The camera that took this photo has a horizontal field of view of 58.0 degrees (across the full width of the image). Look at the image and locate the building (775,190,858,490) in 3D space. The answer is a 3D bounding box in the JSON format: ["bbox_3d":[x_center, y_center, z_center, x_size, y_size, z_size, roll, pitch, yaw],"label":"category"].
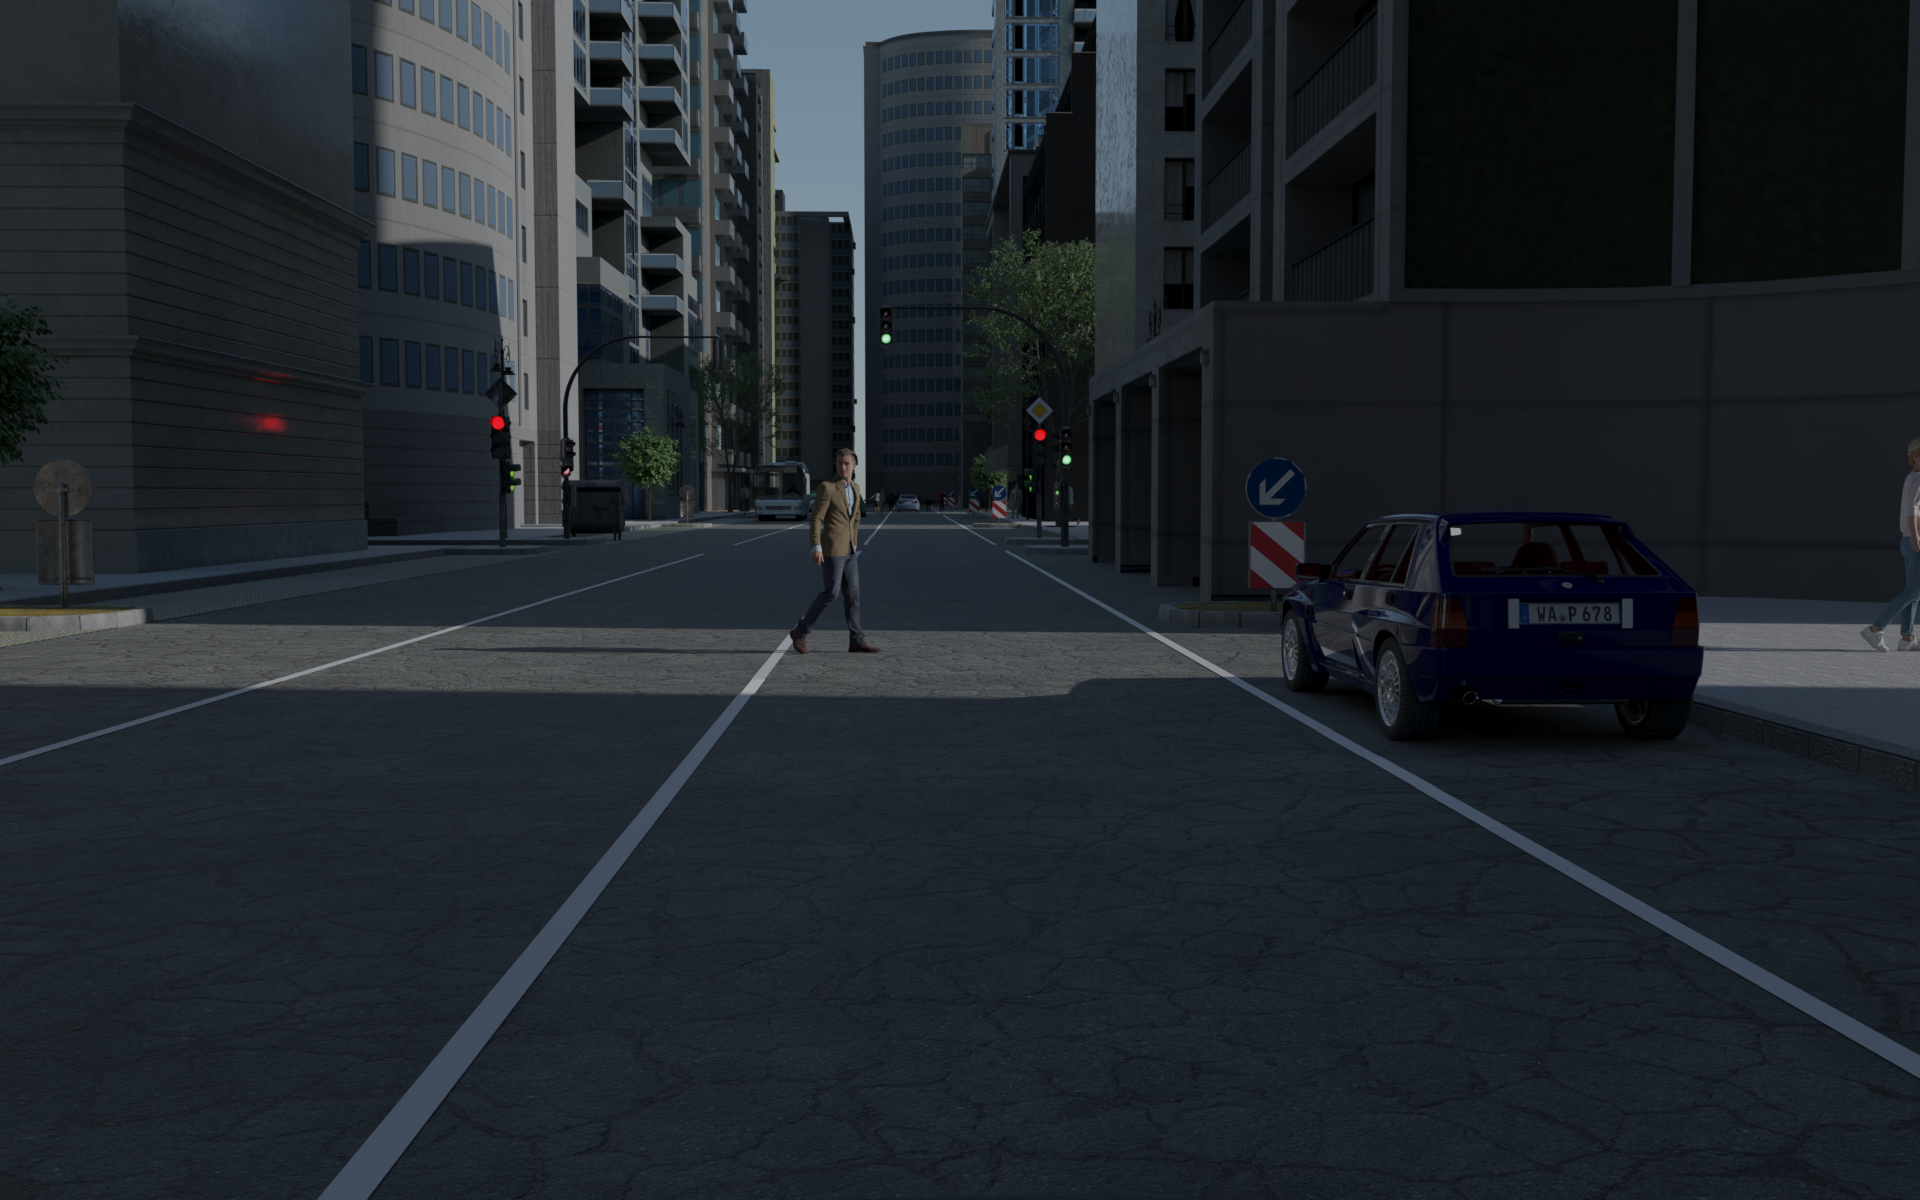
[{"bbox_3d":[-25.493,-32.526,223.681,23.993,40.220,32.217,0,4,-2],"label":"building"}]

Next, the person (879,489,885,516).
[{"bbox_3d":[-4.982,-6.247,110.977,0.374,1.781,0.599,3,5,40],"label":"person"}]

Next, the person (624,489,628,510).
[{"bbox_3d":[-16.466,-4.782,84.328,0.635,1.810,0.391,0,4,-7],"label":"person"}]

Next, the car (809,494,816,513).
[{"bbox_3d":[-10.250,-6.381,116.124,2.131,1.459,4.920,0,4,-4],"label":"car"}]

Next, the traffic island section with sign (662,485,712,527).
[{"bbox_3d":[-11.793,-4.055,74.931,1.989,1.847,2.006,0,4,-2],"label":"traffic island section with sign"}]

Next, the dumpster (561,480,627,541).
[{"bbox_3d":[-11.186,-2.733,52.896,1.865,1.857,1.264,0,4,-2],"label":"dumpster"}]

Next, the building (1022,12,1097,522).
[{"bbox_3d":[9.807,-15.737,86.985,12.332,23.373,15.834,0,4,-2],"label":"building"}]

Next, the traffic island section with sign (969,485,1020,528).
[{"bbox_3d":[1.547,-4.049,74.828,1.989,1.847,2.006,0,4,-2],"label":"traffic island section with sign"}]

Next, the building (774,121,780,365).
[{"bbox_3d":[-32.937,-32.706,189.362,28.867,44.769,22.147,0,4,-2],"label":"building"}]

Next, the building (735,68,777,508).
[{"bbox_3d":[-24.754,-29.240,161.661,14.154,41.232,14.086,0,4,-2],"label":"building"}]

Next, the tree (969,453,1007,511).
[{"bbox_3d":[2.179,-8.847,128.358,4.285,4.588,4.351,0,3,0],"label":"tree"}]

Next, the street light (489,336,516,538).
[{"bbox_3d":[-13.331,-4.759,50.595,0.468,5.910,1.993,0,4,-2],"label":"street light"}]

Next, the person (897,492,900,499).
[{"bbox_3d":[-6.631,-11.094,190.706,0.721,1.723,1.217,1,4,23],"label":"person"}]

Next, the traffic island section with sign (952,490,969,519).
[{"bbox_3d":[0.688,-5.697,101.769,1.989,1.847,2.006,0,4,-2],"label":"traffic island section with sign"}]

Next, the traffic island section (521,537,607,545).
[{"bbox_3d":[-11.317,-1.684,49.817,2.009,0.180,2.903,0,4,-2],"label":"traffic island section"}]

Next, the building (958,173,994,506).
[{"bbox_3d":[16.114,-29.571,175.370,32.217,40.220,23.993,0,4,-2],"label":"building"}]

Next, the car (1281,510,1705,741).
[{"bbox_3d":[3.294,0.070,11.433,1.945,1.354,3.894,0,4,-2],"label":"car"}]

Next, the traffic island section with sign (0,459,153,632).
[{"bbox_3d":[-10.011,-0.626,18.855,1.989,1.847,2.006,0,4,-2],"label":"traffic island section with sign"}]

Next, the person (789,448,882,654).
[{"bbox_3d":[-1.127,-0.435,15.531,0.836,1.842,0.656,0,4,3],"label":"person"}]

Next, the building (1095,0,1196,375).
[{"bbox_3d":[13.205,-12.205,54.298,16.860,20.320,10.420,0,4,-2],"label":"building"}]

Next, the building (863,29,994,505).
[{"bbox_3d":[2.056,-41.400,218.887,28.212,58.520,21.231,0,4,-2],"label":"building"}]

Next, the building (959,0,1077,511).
[{"bbox_3d":[11.571,-50.961,145.881,22.319,86.520,31.000,0,4,-2],"label":"building"}]

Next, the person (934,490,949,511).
[{"bbox_3d":[-1.572,-8.634,149.606,1.348,1.831,0.705,1,4,17],"label":"person"}]

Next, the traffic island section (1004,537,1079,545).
[{"bbox_3d":[2.317,-1.710,50.241,2.009,0.180,2.903,0,4,-2],"label":"traffic island section"}]

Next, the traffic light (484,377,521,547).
[{"bbox_3d":[-11.025,-3.228,41.702,0.839,4.253,0.868,0,4,-2],"label":"traffic light"}]

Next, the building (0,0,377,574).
[{"bbox_3d":[-30.372,-13.107,33.377,34.723,24.649,14.460,0,4,-2],"label":"building"}]

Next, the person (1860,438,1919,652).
[{"bbox_3d":[7.657,-0.449,14.052,0.598,1.740,0.731,1,4,10],"label":"person"}]

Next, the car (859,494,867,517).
[{"bbox_3d":[-6.853,-6.129,109.004,1.959,1.807,4.718,0,4,0],"label":"car"}]

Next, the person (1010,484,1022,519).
[{"bbox_3d":[2.902,-5.092,89.401,0.635,1.810,0.391,0,4,-2],"label":"person"}]

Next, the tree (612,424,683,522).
[{"bbox_3d":[-14.683,-5.971,81.335,4.285,4.588,4.351,0,3,0],"label":"tree"}]

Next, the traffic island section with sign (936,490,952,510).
[{"bbox_3d":[-0.891,-8.780,152.176,1.989,1.847,2.006,0,4,-2],"label":"traffic island section with sign"}]

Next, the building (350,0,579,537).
[{"bbox_3d":[-27.105,-31.782,61.629,21.231,58.520,28.212,0,4,-2],"label":"building"}]

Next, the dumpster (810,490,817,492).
[{"bbox_3d":[-15.419,-10.714,183.396,1.865,1.857,1.264,0,4,-2],"label":"dumpster"}]

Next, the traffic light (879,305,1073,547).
[{"bbox_3d":[0.441,-4.114,41.937,4.771,5.953,1.251,0,4,-2],"label":"traffic light"}]

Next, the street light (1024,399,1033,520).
[{"bbox_3d":[3.294,-6.825,84.379,0.468,5.910,1.993,0,4,-2],"label":"street light"}]

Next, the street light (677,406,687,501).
[{"bbox_3d":[-14.678,-7.245,91.245,0.468,5.910,1.993,0,4,-2],"label":"street light"}]

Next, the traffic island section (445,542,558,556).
[{"bbox_3d":[-11.065,-1.196,41.835,2.009,0.180,2.903,0,4,-2],"label":"traffic island section"}]

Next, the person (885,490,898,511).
[{"bbox_3d":[-5.835,-8.469,147.098,1.348,1.807,0.705,-2,4,-32],"label":"person"}]

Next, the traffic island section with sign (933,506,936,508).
[{"bbox_3d":[-1.749,-10.428,179.118,1.989,1.847,2.006,0,4,-2],"label":"traffic island section with sign"}]

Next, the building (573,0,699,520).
[{"bbox_3d":[-26.257,-48.054,98.356,22.319,86.520,31.000,0,4,-2],"label":"building"}]

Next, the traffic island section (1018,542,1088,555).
[{"bbox_3d":[2.570,-1.222,42.260,2.009,0.180,2.903,0,4,-2],"label":"traffic island section"}]

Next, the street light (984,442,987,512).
[{"bbox_3d":[1.900,-9.306,124.946,0.468,5.910,1.993,0,4,-2],"label":"street light"}]

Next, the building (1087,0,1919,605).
[{"bbox_3d":[13.256,-35.874,24.785,20.563,71.187,20.611,0,4,-2],"label":"building"}]

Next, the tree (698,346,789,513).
[{"bbox_3d":[-15.968,-11.934,120.878,9.928,11.665,9.643,0,3,0],"label":"tree"}]

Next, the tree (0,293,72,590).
[{"bbox_3d":[-13.365,-2.384,22.701,4.285,4.588,4.351,0,3,0],"label":"tree"}]

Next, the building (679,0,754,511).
[{"bbox_3d":[-28.805,-31.765,138.959,23.786,49.044,30.456,0,4,-2],"label":"building"}]

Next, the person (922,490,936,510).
[{"bbox_3d":[-2.799,-8.964,155.075,1.348,1.823,0.705,-1,4,-22],"label":"person"}]

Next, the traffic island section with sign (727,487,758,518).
[{"bbox_3d":[-12.636,-5.703,101.873,1.989,1.847,2.006,0,4,-2],"label":"traffic island section with sign"}]

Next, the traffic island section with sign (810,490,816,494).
[{"bbox_3d":[-15.068,-10.417,178.944,1.989,1.847,2.006,0,4,-2],"label":"traffic island section with sign"}]

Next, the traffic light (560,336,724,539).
[{"bbox_3d":[-9.189,-4.594,49.784,4.771,5.953,1.251,0,4,-2],"label":"traffic light"}]

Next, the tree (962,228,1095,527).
[{"bbox_3d":[3.892,-8.655,67.259,9.928,11.665,9.643,0,3,0],"label":"tree"}]

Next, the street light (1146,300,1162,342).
[{"bbox_3d":[4.638,-4.194,41.354,0.468,5.910,1.993,0,4,-2],"label":"street light"}]

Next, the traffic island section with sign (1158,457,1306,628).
[{"bbox_3d":[3.297,-0.668,19.550,1.989,1.847,2.006,0,4,-2],"label":"traffic island section with sign"}]

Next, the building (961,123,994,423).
[{"bbox_3d":[7.076,-31.222,194.067,14.154,41.232,14.086,0,4,-2],"label":"building"}]

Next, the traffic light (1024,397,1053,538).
[{"bbox_3d":[2.277,-3.743,50.126,0.839,4.253,0.868,0,4,-2],"label":"traffic light"}]

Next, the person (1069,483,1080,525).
[{"bbox_3d":[4.511,-3.970,70.793,0.795,1.843,0.661,-1,4,-10],"label":"person"}]

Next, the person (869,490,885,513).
[{"bbox_3d":[-6.340,-7.499,131.888,1.217,1.735,0.721,-1,4,-12],"label":"person"}]

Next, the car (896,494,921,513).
[{"bbox_3d":[-4.037,-7.515,134.872,2.014,1.417,4.499,0,4,-1],"label":"car"}]

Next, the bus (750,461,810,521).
[{"bbox_3d":[-9.808,-6.191,96.081,2.948,3.499,13.247,0,4,-3],"label":"bus"}]

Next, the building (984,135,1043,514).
[{"bbox_3d":[9.323,-17.785,109.845,14.314,24.678,30.058,0,4,-2],"label":"building"}]
